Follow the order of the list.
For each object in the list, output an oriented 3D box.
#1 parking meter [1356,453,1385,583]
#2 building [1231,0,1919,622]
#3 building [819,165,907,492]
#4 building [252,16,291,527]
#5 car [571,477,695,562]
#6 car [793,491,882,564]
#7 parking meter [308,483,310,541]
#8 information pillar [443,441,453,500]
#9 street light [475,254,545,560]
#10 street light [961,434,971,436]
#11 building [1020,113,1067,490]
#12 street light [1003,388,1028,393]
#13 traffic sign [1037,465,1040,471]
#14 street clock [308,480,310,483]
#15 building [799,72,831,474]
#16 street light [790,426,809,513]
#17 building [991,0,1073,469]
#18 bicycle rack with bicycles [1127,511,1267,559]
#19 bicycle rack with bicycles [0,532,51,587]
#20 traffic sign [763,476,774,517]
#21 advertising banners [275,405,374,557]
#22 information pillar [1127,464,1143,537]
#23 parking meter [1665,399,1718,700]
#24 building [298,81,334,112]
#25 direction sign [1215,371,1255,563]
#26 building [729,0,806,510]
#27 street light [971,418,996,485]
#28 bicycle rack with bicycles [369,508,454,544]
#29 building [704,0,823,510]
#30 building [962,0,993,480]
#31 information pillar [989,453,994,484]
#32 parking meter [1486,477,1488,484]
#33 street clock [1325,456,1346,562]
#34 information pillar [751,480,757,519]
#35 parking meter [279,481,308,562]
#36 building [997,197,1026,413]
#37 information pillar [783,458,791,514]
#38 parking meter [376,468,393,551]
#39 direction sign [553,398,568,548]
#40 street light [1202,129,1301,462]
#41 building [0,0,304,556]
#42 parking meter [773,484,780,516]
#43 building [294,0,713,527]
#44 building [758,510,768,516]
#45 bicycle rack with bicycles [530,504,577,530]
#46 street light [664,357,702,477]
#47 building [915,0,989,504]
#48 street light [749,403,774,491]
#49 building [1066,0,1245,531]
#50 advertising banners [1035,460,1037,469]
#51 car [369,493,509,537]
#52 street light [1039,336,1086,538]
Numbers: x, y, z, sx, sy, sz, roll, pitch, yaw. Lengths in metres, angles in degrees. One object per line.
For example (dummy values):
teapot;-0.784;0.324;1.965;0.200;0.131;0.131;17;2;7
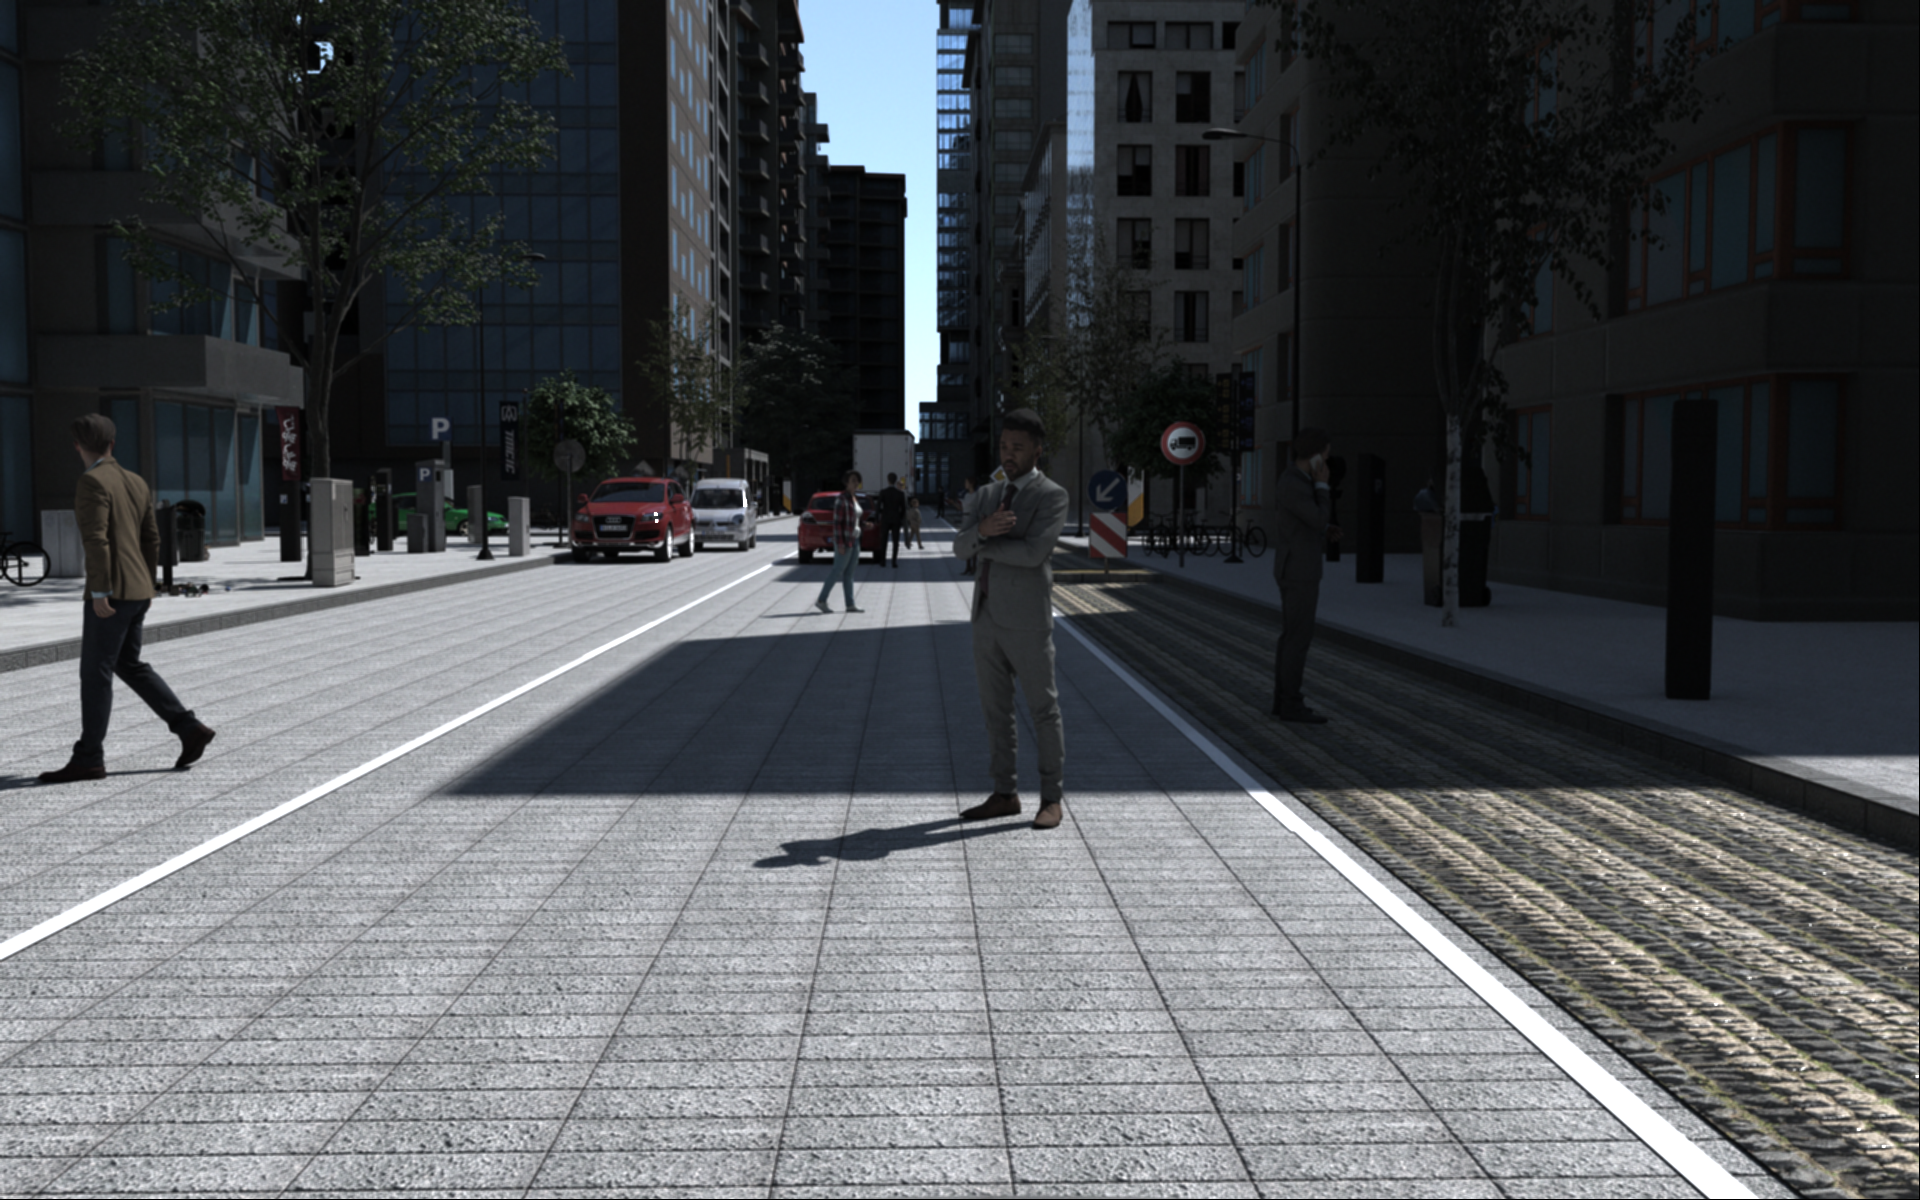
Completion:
parking meter;5.944;-1.183;25.057;0.399;1.863;0.255;-3;5;-43
building;21.428;-11.404;31.491;27.650;21.520;28.899;0;4;-2
building;-21.365;-35.092;228.376;28.867;44.769;22.147;0;4;-2
building;-33.549;-25.371;64.932;14.200;45.320;14.600;0;4;-2
car;-7.096;-1.792;37.974;2.281;1.827;5.304;0;4;0
car;-2.531;-1.721;37.172;2.155;1.783;4.494;0;4;-3
parking meter;-14.722;-1.904;39.546;0.372;1.533;0.369;0;3;0
information pillar;-17.389;-4.124;58.782;0.504;3.616;0.183;2;4;33
street light;-8.718;-3.735;33.616;1.470;5.913;1.316;0;4;-2
street light;0.789;-9.887;134.188;1.470;5.913;1.316;0;4;-2
building;8.543;-14.716;89.754;9.793;20.994;18.267;0;4;-2
street light;2.486;-6.308;75.678;1.470;5.913;1.316;0;4;-2
traffic sign;2.815;-4.237;69.381;0.768;2.556;0.104;0;3;0
street clock;-31.951;-4.952;85.530;0.471;2.002;0.358;2;4;35
building;-30.134;-35.263;196.152;30.456;49.044;23.786;0;4;-2
street light;-10.943;-8.863;117.444;1.470;5.913;1.316;0;4;-2
building;9.521;-28.250;145.486;14.154;41.232;14.086;0;4;-2
bicycle rack with bicycles;4.601;-1.373;35.830;2.852;0.926;2.925;-1;4;-23
bicycle rack with bicycles;-14.122;-0.645;23.931;2.925;0.926;2.852;-1;4;-10
traffic sign;-10.648;-5.758;96.275;0.606;2.300;0.079;0;4;7
advertising banners;-12.832;-2.374;35.004;0.090;3.025;2.074;3;5;40
information pillar;5.231;-3.690;51.690;0.504;3.616;0.183;2;4;32
parking meter;4.612;-0.319;10.928;0.255;1.863;0.399;1;4;20
building;-74.231;-39.201;230.168;27.495;52.752;28.713;0;4;-2
direction sign;5.126;-2.467;32.333;0.379;3.537;0.876;-3;5;-44
building;-24.616;-30.137;147.366;22.147;44.769;28.867;0;4;-2
street light;1.597;-8.122;105.343;1.470;5.913;1.316;0;4;-2
bicycle rack with bicycles;-14.416;-1.924;44.841;2.852;0.926;2.925;-1;4;-15
building;-24.232;-44.857;171.660;20.563;71.187;20.611;0;4;-2
building;14.906;-37.050;195.011;28.713;52.752;27.495;0;4;-2
information pillar;1.798;-6.596;99.202;0.183;3.616;0.504;2;4;24
parking meter;6.757;-0.883;22.855;0.372;1.533;0.369;0;3;0
street clock;7.097;-1.732;32.896;0.358;2.002;0.471;-1;4;-22
information pillar;-10.775;-5.237;90.117;0.304;2.012;0.304;2;4;32
parking meter;-12.727;-1.498;32.909;0.372;1.533;0.369;0;3;0
building;9.810;-18.222;117.006;14.460;24.649;34.723;0;4;-2
information pillar;-10.973;-7.250;109.895;0.504;3.616;0.183;1;4;11
parking meter;-12.945;-2.032;38.941;0.255;1.863;0.399;0;3;0
direction sign;-9.497;-3.003;41.093;0.379;3.537;0.876;-2;4;-27
street light;3.776;-3.039;22.227;1.470;5.913;1.316;0;4;-2
building;-31.489;-25.467;35.993;30.456;49.044;23.786;0;4;-2
parking meter;-10.778;-5.873;101.734;0.255;1.863;0.399;-3;4;-38
building;-18.407;-25.895;73.491;14.600;45.320;14.200;0;4;-2
building;-21.883;-40.463;99.824;20.563;71.187;20.611;0;4;-2
bicycle rack with bicycles;-14.968;-3.022;62.797;2.925;0.926;2.852;2;4;30
street light;-9.416;-5.264;58.610;1.470;5.913;1.316;0;4;-2
building;8.542;-56.011;228.457;31.000;86.520;22.319;0;4;-2
street light;-10.129;-7.059;87.951;1.470;5.913;1.316;0;4;-2
building;12.853;-12.850;64.848;16.860;20.320;10.420;0;4;-2
advertising banners;2.855;-3.997;61.544;0.090;3.025;2.074;-1;4;-12
car;-16.252;-2.711;53.113;4.718;1.807;1.959;0;4;-2
street light;3.030;-4.803;51.073;1.470;5.913;1.316;0;4;-2
